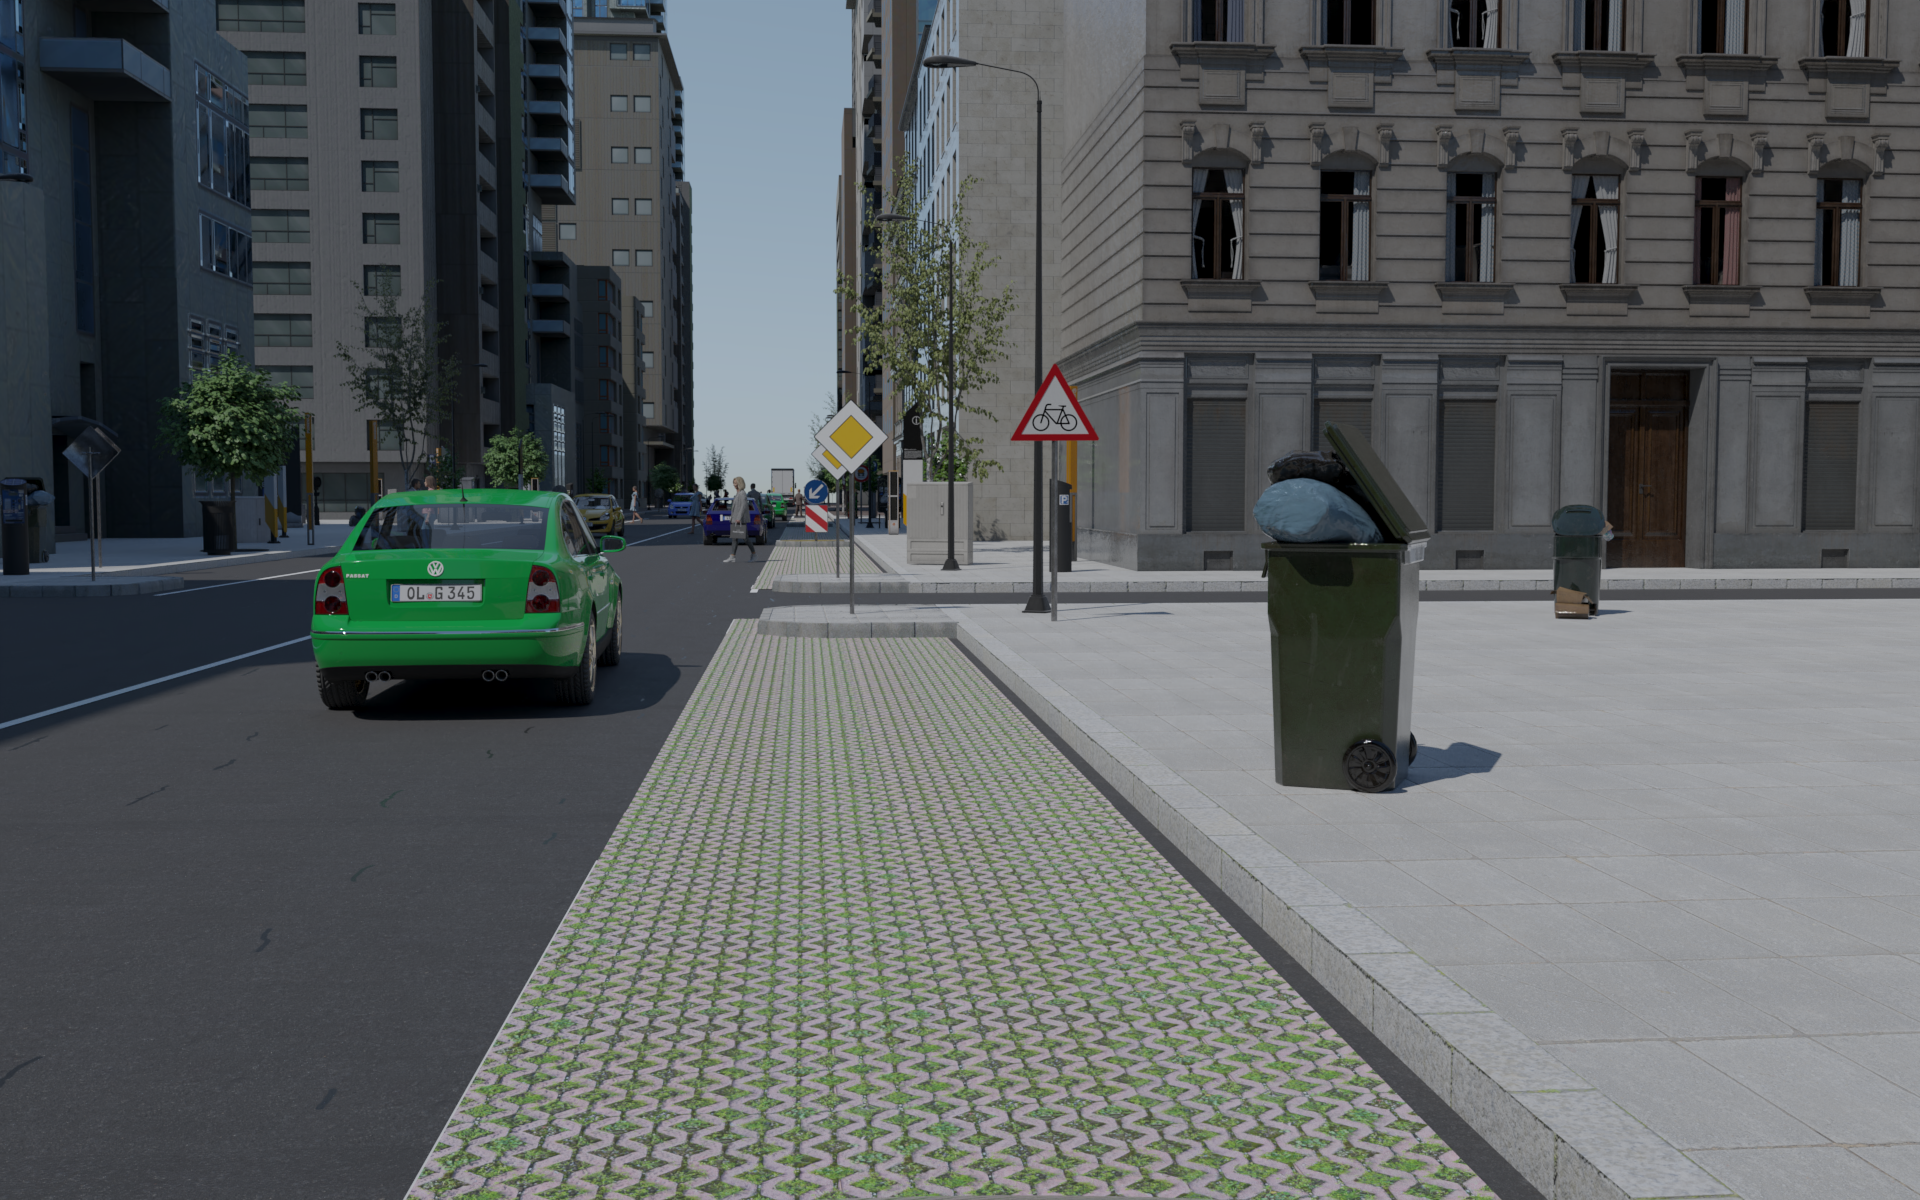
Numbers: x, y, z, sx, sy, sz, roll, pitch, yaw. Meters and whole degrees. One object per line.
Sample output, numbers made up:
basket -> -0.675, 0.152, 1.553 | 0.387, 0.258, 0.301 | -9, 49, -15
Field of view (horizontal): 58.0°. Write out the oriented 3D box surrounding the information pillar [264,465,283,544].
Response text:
information pillar -> -17.887, -3.277, 44.932 | 0.504, 3.616, 0.183 | 3, 4, 38

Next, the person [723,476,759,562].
person -> -4.574, -1.686, 36.257 | 0.728, 1.800, 0.709 | -1, 4, -18

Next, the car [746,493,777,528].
car -> -8.771, -3.952, 73.415 | 1.959, 1.807, 4.718 | 0, 4, -4

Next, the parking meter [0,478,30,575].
parking meter -> -14.978, -1.164, 27.443 | 0.372, 1.533, 0.369 | 0, 3, 0

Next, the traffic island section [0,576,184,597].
traffic island section -> -12.795, -0.199, 25.531 | 2.009, 0.180, 2.903 | 0, 4, -5

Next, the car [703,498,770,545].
car -> -6.436, -2.275, 49.779 | 1.945, 1.354, 3.894 | 0, 4, -5

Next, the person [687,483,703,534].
person -> -9.452, -3.280, 62.220 | 0.778, 1.811, 0.616 | -2, 4, -29

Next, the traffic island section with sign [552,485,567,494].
traffic island section with sign -> -17.170, -4.017, 74.305 | 1.989, 1.847, 2.006 | 0, 4, -5

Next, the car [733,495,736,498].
car -> -25.659, -11.537, 201.210 | 1.945, 1.354, 3.894 | 0, 4, -6

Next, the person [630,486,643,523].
person -> -15.718, -4.622, 84.158 | 0.778, 1.811, 0.616 | 1, 4, 23

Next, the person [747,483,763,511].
person -> -7.202, -3.147, 60.074 | 0.709, 1.813, 0.853 | -3, 5, -41

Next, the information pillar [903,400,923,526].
information pillar -> -1.126, -3.105, 42.124 | 0.504, 3.616, 0.183 | 0, 4, 5

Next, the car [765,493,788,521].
car -> -10.221, -5.169, 93.306 | 1.959, 1.807, 4.718 | 0, 4, -6

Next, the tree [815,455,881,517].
tree -> -6.128, -6.991, 98.015 | 4.285, 4.588, 4.351 | 0, 3, 0

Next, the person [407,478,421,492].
person -> -14.339, -2.260, 45.301 | 0.795, 1.843, 0.661 | 1, 4, 15

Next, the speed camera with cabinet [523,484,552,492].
speed camera with cabinet -> -21.647, -5.824, 89.563 | 0.660, 3.252, 2.038 | 3, 4, 36

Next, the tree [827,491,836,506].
tree -> -14.057, -11.959, 190.122 | 1.663, 3.219, 1.824 | 0, 3, 0

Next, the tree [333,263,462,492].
tree -> -17.592, -6.395, 54.914 | 4.360, 8.622, 3.978 | 0, 3, 0

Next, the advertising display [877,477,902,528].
advertising display -> -2.638, -3.645, 64.817 | 0.974, 1.923, 0.123 | -2, 4, -31

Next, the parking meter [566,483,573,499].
parking meter -> -20.524, -5.222, 91.090 | 0.255, 1.863, 0.399 | 1, 4, 15

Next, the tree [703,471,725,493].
tree -> -34.110, -15.670, 239.925 | 4.285, 4.588, 4.351 | 0, 3, 0

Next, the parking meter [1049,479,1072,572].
parking meter -> 1.652, -1.226, 28.457 | 0.372, 1.533, 0.369 | 0, 3, 0

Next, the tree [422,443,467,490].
tree -> -19.795, -4.398, 66.503 | 1.663, 3.219, 1.824 | 0, 3, 0

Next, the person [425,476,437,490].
person -> -11.491, -1.771, 37.465 | 0.388, 1.821, 0.555 | -2, 4, -30

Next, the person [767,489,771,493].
person -> -11.964, -6.133, 109.570 | 0.721, 1.735, 1.217 | 0, 4, 8

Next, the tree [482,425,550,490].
tree -> -21.105, -6.047, 82.576 | 4.285, 4.588, 4.351 | 0, 3, 0

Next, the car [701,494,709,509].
car -> -25.472, -9.763, 169.408 | 2.009, 1.686, 4.222 | 0, 4, -5

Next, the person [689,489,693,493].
person -> -16.941, -6.159, 109.913 | 0.721, 1.735, 1.217 | 0, 4, -4

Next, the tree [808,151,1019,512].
tree -> -0.635, -5.316, 37.277 | 4.737, 8.622, 4.395 | 0, 3, 0

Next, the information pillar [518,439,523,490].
information pillar -> -18.566, -5.008, 73.239 | 0.183, 3.616, 0.504 | 0, 4, -1

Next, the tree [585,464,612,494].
tree -> -23.129, -7.070, 110.191 | 1.663, 3.219, 1.824 | 0, 3, 0

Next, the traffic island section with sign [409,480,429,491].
traffic island section with sign -> -14.737, -2.357, 47.168 | 1.989, 1.847, 2.006 | 0, 4, -5

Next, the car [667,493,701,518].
car -> -16.455, -5.742, 103.474 | 1.945, 1.707, 3.694 | 0, 4, -3

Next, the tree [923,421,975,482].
tree -> -0.298, -3.117, 45.564 | 1.663, 3.219, 1.824 | 0, 3, 0

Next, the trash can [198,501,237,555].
trash can -> -15.603, -1.516, 36.436 | 0.748, 1.137, 0.748 | 0, 3, 0

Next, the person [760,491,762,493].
person -> -22.583, -11.468, 196.710 | 1.217, 1.736, 0.721 | 0, 4, 1

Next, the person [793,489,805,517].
person -> -10.183, -6.162, 109.802 | 0.990, 1.755, 0.434 | 3, 4, 36

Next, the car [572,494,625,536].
car -> -12.183, -2.889, 57.462 | 2.015, 1.641, 3.980 | 0, 4, -4

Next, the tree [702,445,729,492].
tree -> -35.377, -18.434, 251.752 | 4.737, 8.622, 4.395 | 0, 3, 0

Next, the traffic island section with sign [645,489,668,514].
traffic island section with sign -> -21.722, -7.129, 125.194 | 1.989, 1.847, 2.006 | 0, 4, -5

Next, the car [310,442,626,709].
car -> -3.544, -0.258, 13.018 | 1.959, 1.807, 4.718 | 0, 4, -7

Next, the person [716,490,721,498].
person -> -17.856, -7.243, 127.837 | 0.530, 1.710, 0.541 | -1, 4, -19

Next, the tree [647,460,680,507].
tree -> -28.756, -11.265, 167.897 | 4.285, 4.588, 4.351 | 0, 3, 0

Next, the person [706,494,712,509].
person -> -20.804, -8.077, 143.740 | 0.799, 1.438, 0.628 | 2, 4, 32

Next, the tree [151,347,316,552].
tree -> -16.230, -3.372, 38.847 | 4.285, 4.588, 4.351 | 0, 3, 0

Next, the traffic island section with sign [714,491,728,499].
traffic island section with sign -> -29.020, -12.118, 206.757 | 1.989, 1.847, 2.006 | 0, 4, -5

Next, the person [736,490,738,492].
person -> -12.111, -5.226, 94.345 | 0.834, 1.777, 0.661 | 0, 4, 8

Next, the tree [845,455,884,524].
tree -> -3.971, -4.974, 75.929 | 1.663, 3.219, 1.824 | 0, 3, 0

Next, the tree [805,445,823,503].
tree -> -20.441, -18.578, 254.105 | 4.360, 8.622, 3.978 | 0, 3, 0

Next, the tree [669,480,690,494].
tree -> -28.115, -10.833, 171.724 | 1.663, 3.219, 1.824 | 0, 3, 0

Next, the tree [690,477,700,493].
tree -> -29.776, -12.178, 193.709 | 1.663, 3.219, 1.824 | 0, 3, 0

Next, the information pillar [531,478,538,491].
information pillar -> -19.643, -4.622, 80.057 | 0.304, 2.012, 0.304 | -1, 4, -16

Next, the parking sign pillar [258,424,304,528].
parking sign pillar -> -25.759, -4.733, 65.851 | 1.447, 3.967, 1.447 | -1, 4, -18

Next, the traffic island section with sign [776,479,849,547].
traffic island section with sign -> -4.048, -2.372, 47.418 | 1.989, 1.847, 2.006 | 0, 4, -5

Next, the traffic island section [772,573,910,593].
traffic island section -> -1.846, -0.258, 26.502 | 2.009, 0.180, 2.903 | 0, 4, -5

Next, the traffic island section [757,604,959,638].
traffic island section -> -1.135, 0.228, 18.548 | 2.009, 0.180, 2.903 | 0, 4, -5

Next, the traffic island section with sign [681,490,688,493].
traffic island section with sign -> -24.129, -8.772, 152.042 | 1.989, 1.847, 2.006 | 0, 4, -5

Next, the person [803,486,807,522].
person -> -7.856, -4.941, 89.094 | 0.447, 1.846, 0.655 | -3, 4, -36

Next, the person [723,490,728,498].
person -> -20.796, -8.864, 153.372 | 0.705, 1.831, 1.348 | 1, 4, 13
